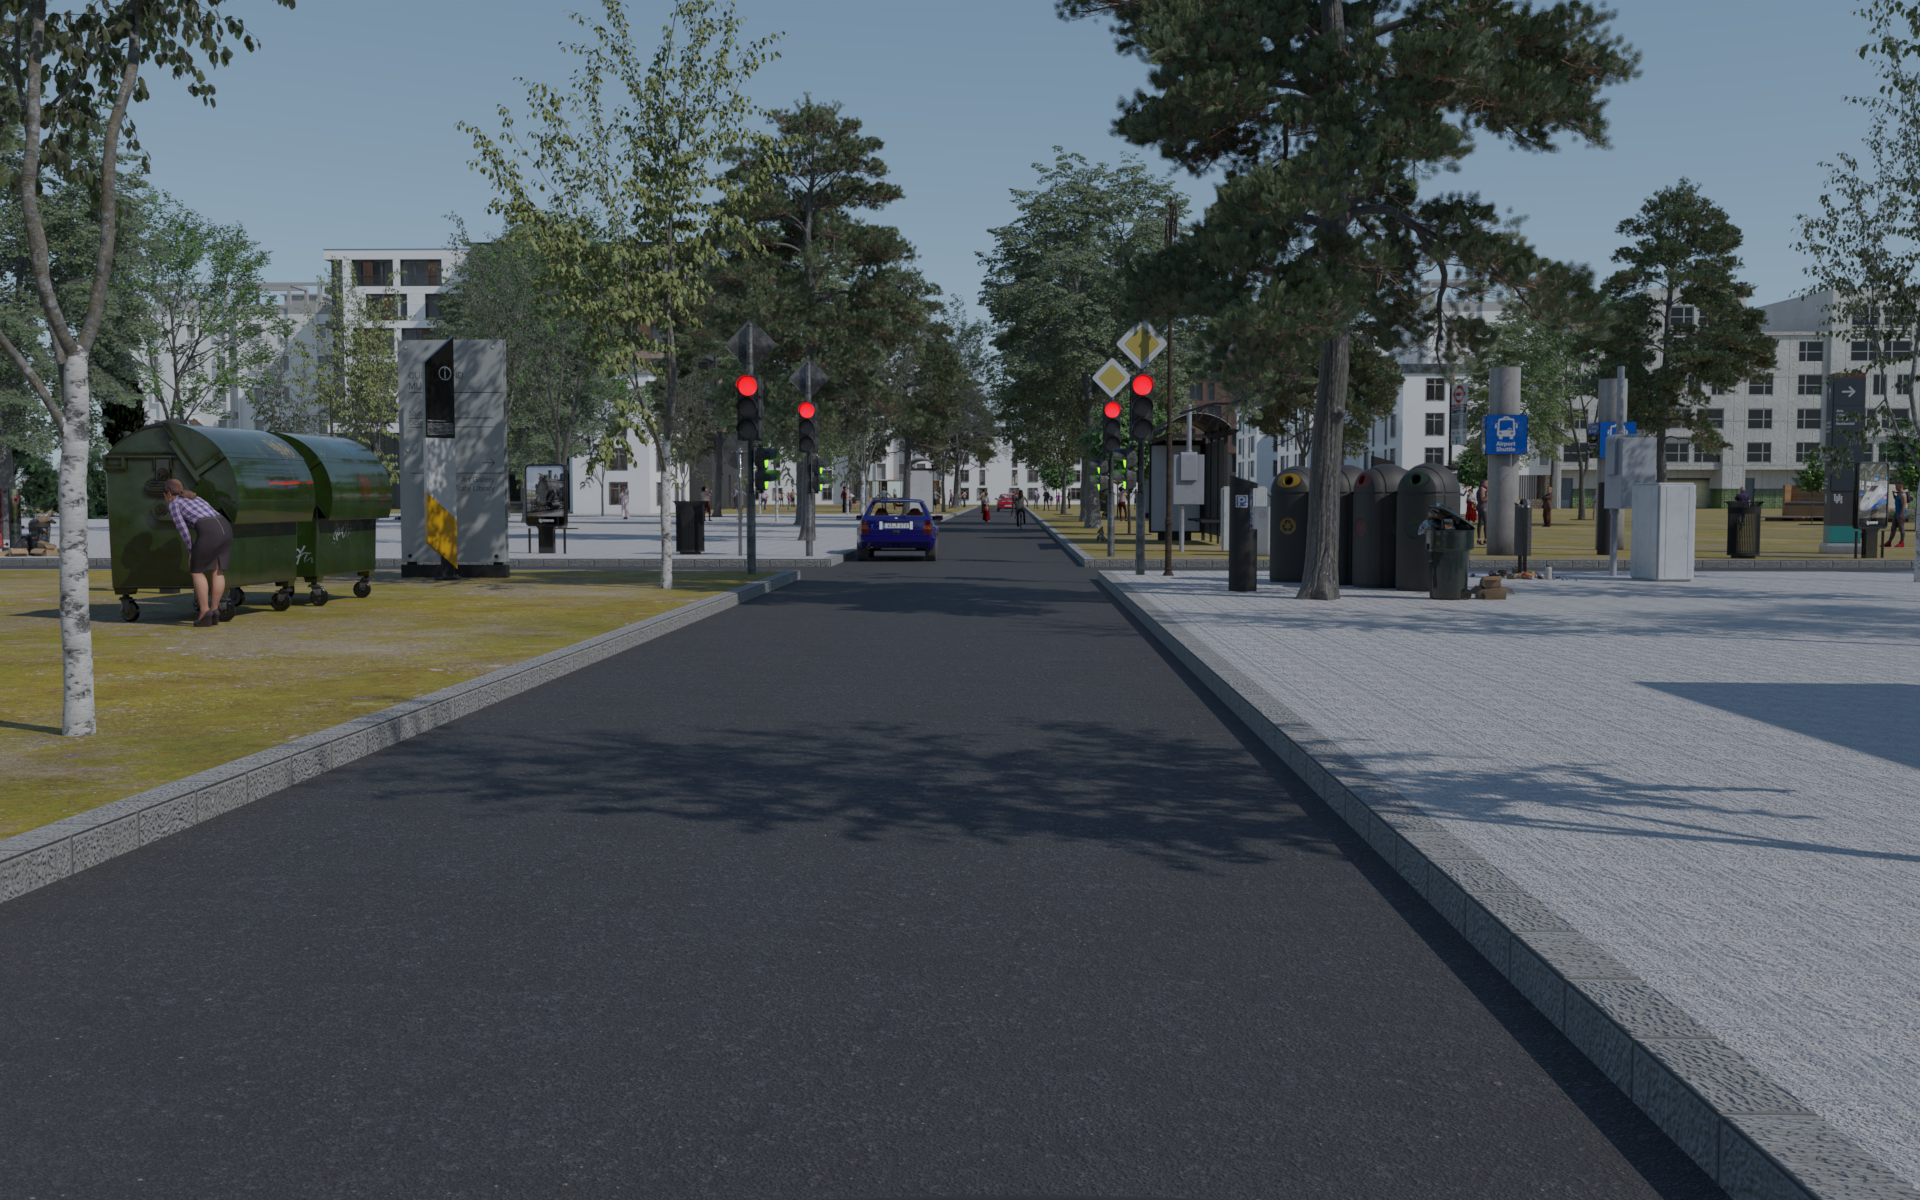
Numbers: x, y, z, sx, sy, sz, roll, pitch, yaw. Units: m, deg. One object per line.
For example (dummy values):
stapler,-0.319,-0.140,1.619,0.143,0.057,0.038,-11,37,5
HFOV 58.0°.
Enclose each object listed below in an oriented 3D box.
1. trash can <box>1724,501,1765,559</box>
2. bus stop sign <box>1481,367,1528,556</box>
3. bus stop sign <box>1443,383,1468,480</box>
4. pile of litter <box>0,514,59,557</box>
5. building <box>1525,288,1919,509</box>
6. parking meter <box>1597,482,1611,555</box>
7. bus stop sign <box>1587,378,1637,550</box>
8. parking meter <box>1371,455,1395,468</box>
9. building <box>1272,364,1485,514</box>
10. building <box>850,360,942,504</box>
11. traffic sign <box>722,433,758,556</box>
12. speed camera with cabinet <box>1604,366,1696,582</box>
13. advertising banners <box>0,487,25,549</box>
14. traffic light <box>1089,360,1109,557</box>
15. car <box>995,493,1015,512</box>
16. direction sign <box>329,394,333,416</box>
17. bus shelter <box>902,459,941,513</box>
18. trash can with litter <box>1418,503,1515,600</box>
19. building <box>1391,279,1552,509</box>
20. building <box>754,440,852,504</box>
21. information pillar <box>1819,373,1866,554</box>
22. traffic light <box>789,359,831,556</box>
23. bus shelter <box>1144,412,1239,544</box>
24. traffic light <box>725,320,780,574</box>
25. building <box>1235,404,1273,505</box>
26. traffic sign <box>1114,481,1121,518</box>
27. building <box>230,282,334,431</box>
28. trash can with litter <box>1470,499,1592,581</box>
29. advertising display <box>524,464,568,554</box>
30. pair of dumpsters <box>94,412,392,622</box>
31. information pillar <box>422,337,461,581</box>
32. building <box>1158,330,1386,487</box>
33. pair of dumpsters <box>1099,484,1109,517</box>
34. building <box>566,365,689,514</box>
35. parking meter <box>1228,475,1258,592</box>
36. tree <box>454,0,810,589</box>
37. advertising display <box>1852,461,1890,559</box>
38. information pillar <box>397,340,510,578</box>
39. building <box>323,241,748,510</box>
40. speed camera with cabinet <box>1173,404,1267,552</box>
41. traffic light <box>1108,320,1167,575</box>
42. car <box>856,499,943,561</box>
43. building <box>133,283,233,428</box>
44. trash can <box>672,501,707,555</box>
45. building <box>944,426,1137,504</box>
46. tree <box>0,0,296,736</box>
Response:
trash can,15.629,-1.399,34.533,0.748,1.137,0.748,0,3,0
bus stop sign,11.342,-2.882,36.143,0.837,3.901,0.837,1,4,10
bus stop sign,10.971,-3.036,38.344,0.416,3.939,0.855,-1,4,-16
pile of litter,-19.135,-1.336,35.811,1.719,0.858,1.176,1,4,20
building,67.810,-17.810,157.657,31.486,18.905,16.747,0,4,2
parking meter,13.602,-1.713,36.411,0.372,1.533,0.369,0,3,0
bus stop sign,14.954,-3.104,39.768,0.837,3.901,0.837,0,4,3
parking meter,6.414,-1.255,26.226,0.399,1.863,0.255,1,4,13
building,29.587,-11.213,125.485,9.099,9.664,28.070,0,4,2
building,-8.067,-22.372,222.205,11.380,20.091,16.016,0,4,2
traffic sign,-4.553,-2.184,35.812,0.768,2.556,0.104,1,4,10
speed camera with cabinet,10.435,-1.950,26.218,0.660,3.252,2.038,0,4,-1
advertising banners,-22.450,-2.699,40.314,0.090,3.025,2.074,0,4,3
traffic light,3.074,-2.822,35.391,0.839,4.213,0.868,0,4,2
car,3.904,-8.131,141.978,2.155,1.783,4.494,0,4,0
direction sign,-14.415,-2.923,39.791,0.379,3.537,0.876,-1,4,-18
bus shelter,-2.217,-6.587,101.620,2.014,3.302,5.546,0,4,2
trash can with litter,6.189,-0.599,21.174,1.055,1.170,0.624,0,4,-7
building,46.406,-18.502,158.919,11.380,20.091,16.016,0,4,2
building,-27.906,-16.923,218.843,28.070,9.664,9.099,0,4,2
information pillar,19.032,-2.930,37.286,0.750,3.857,0.750,1,4,16
traffic light,-3.086,-2.832,35.552,0.839,4.213,0.868,0,4,2
bus shelter,5.935,-3.146,45.360,2.014,3.302,5.546,0,4,2
traffic light,-3.315,-2.344,27.570,0.839,4.213,0.868,0,4,2
building,30.734,-12.926,153.481,9.099,9.664,28.070,0,4,2
traffic sign,8.382,-5.626,92.098,0.768,2.556,0.104,0,4,4
building,-58.349,-18.647,161.299,11.380,20.091,16.016,0,4,2
trash can with litter,8.745,-0.959,26.745,1.678,1.210,2.233,1,4,10
advertising display,-8.905,-1.962,37.298,0.974,1.923,0.123,1,4,16
pair of dumpsters,-7.845,-1.028,19.301,1.574,2.255,4.436,0,4,2
information pillar,-7.707,-2.100,25.697,0.504,3.616,0.183,-3,5,-44
building,42.669,-23.345,225.673,32.646,21.610,27.936,0,4,2
pair of dumpsters,7.728,-5.756,96.598,1.574,2.255,4.436,0,4,1
building,-24.173,-11.271,126.435,9.099,9.664,28.070,0,4,2
parking meter,3.742,-0.886,22.889,0.372,1.533,0.369,0,3,0
tree,-4.223,-4.459,23.260,4.737,8.622,4.395,0,3,0
advertising display,18.165,-1.794,34.550,0.974,1.923,0.123,-2,4,-29
information pillar,-7.758,-2.154,26.528,1.656,3.620,0.184,0,4,4
building,-36.339,-18.999,154.611,32.646,21.610,27.936,0,4,2
speed camera with cabinet,5.758,-2.695,38.391,2.038,3.252,0.660,0,4,6
traffic light,2.844,-2.334,27.409,0.839,4.213,0.868,0,4,2
car,-1.351,-1.572,38.290,1.945,1.354,3.894,0,4,0
building,-70.161,-18.680,161.843,11.380,20.091,16.016,0,4,2
trash can,-5.730,-1.536,36.774,0.748,1.137,0.748,0,3,0
building,11.869,-16.889,218.284,28.070,9.664,9.099,0,4,2
tree,-4.858,-3.597,9.166,4.360,8.622,3.978,0,3,0
